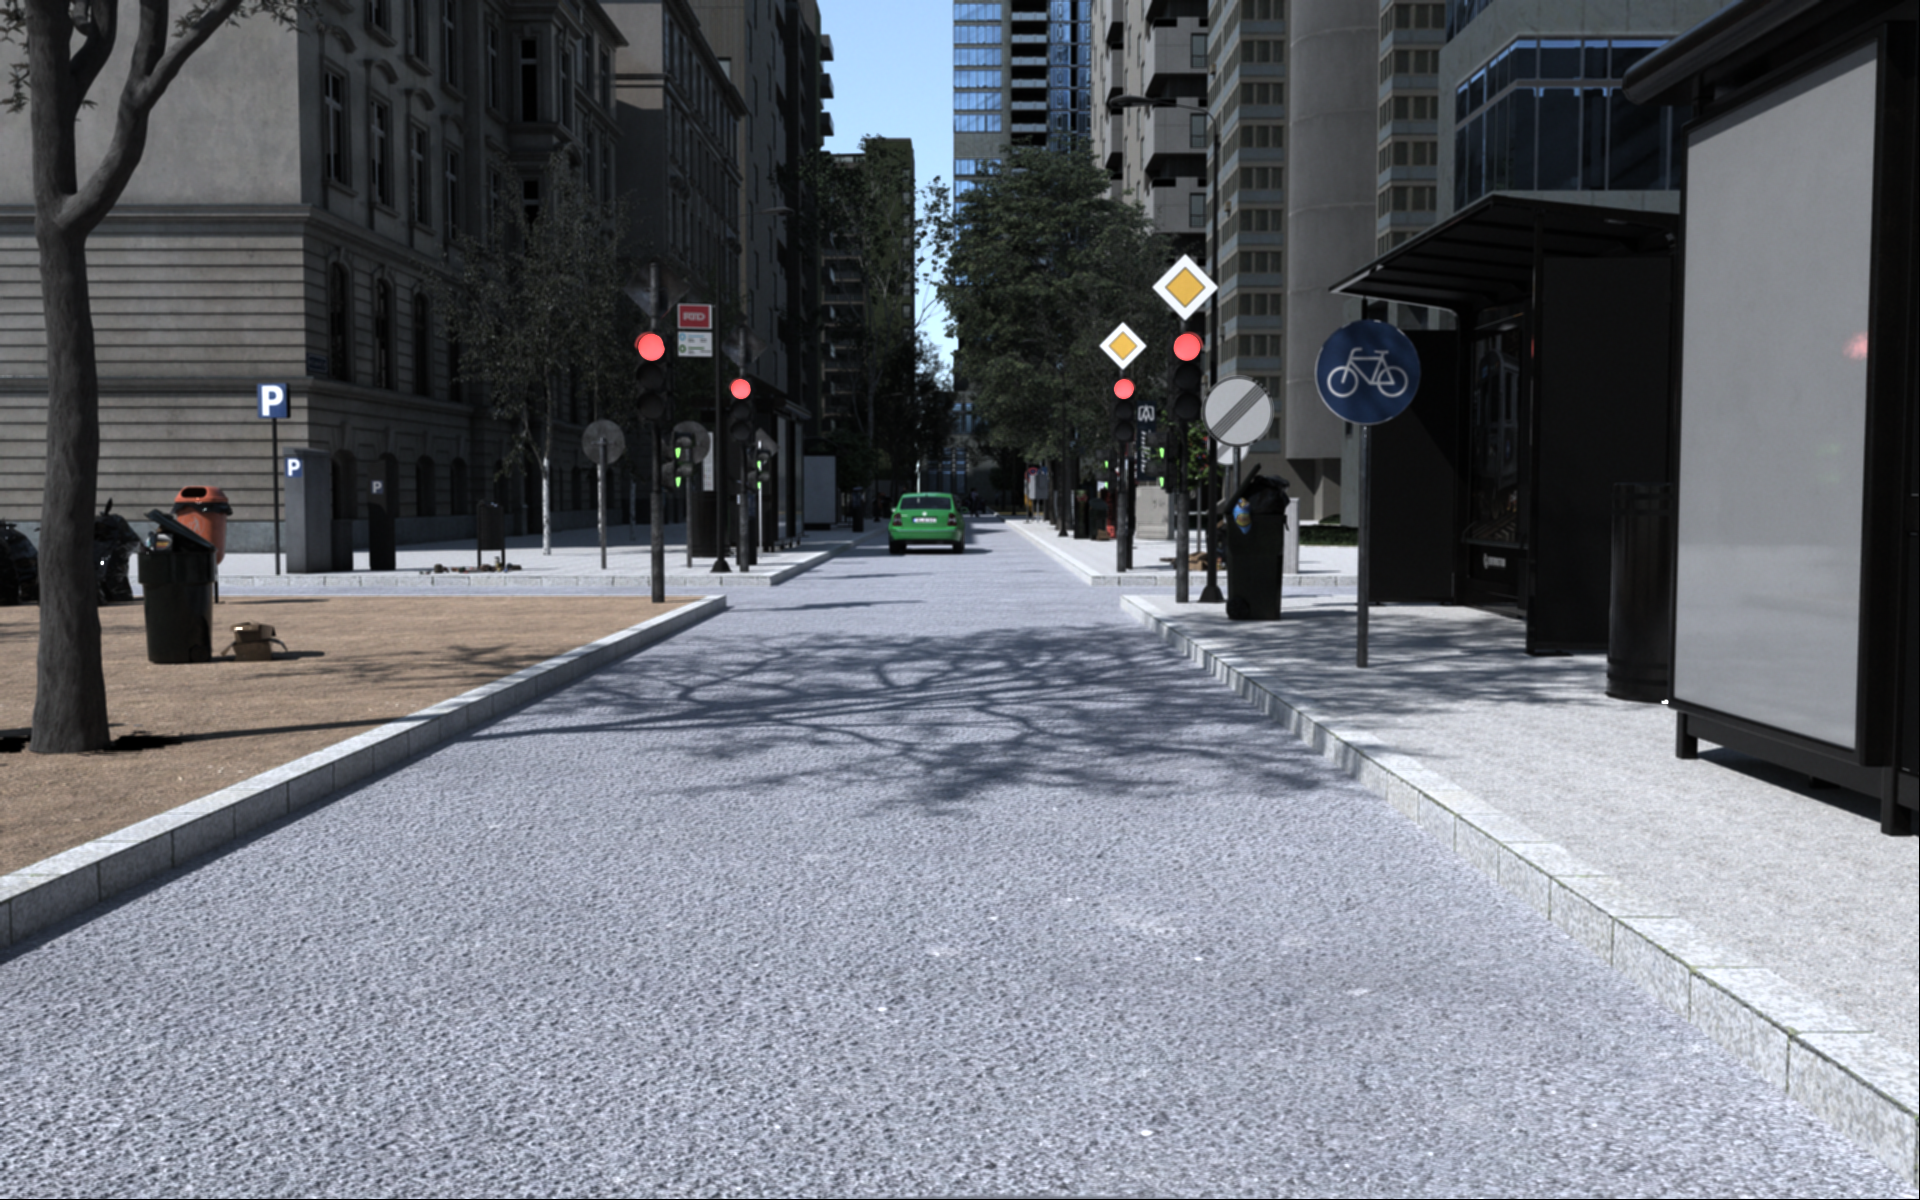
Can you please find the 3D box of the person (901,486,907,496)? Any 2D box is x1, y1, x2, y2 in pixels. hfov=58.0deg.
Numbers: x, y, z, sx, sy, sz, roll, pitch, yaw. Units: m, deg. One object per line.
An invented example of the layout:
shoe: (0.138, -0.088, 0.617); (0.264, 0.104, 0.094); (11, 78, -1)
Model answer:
person: (-3.545, -6.385, 110.889); (0.683, 1.767, 0.568); (3, 5, 42)

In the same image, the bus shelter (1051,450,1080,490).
bus shelter: (5.252, -6.035, 89.951); (1.731, 3.624, 6.357); (0, 4, 0)

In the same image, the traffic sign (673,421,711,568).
traffic sign: (-4.714, -1.834, 30.100); (0.768, 2.556, 0.104); (0, 4, 6)

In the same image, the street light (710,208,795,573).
street light: (-3.381, -3.407, 28.242); (1.470, 5.913, 1.316); (0, 4, 0)

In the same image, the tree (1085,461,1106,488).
tree: (7.503, -5.785, 89.181); (1.663, 3.219, 1.824); (0, 3, 0)

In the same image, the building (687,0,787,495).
building: (-26.218, -32.250, 116.522); (28.713, 52.752, 27.495); (0, 4, 0)

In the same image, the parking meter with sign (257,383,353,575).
parking meter with sign: (-10.577, -1.950, 28.139); (0.543, 3.016, 1.738); (1, 4, 16)

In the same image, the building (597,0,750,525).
building: (-17.892, -17.553, 84.258); (12.463, 27.353, 25.104); (0, 4, 0)

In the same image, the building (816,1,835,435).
building: (-27.090, -32.975, 158.743); (30.456, 49.044, 23.786); (0, 4, 0)

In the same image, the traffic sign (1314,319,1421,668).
traffic sign: (2.979, -0.773, 12.749); (0.768, 2.556, 0.104); (0, 4, 2)

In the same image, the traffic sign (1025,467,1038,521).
traffic sign: (3.465, -5.020, 82.191); (0.768, 2.556, 0.104); (0, 4, 5)

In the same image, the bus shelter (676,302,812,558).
bus shelter: (-4.834, -3.758, 39.073); (2.179, 5.291, 8.768); (0, 4, 0)

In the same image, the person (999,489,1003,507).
person: (4.095, -9.948, 168.772); (0.705, 1.814, 1.350); (-1, 4, -14)

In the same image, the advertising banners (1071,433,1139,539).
advertising banners: (4.201, -3.248, 49.292); (2.074, 3.025, 0.090); (0, 4, 2)

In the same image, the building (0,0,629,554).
building: (-19.080, -14.339, 53.529); (14.460, 24.649, 34.723); (0, 4, 0)

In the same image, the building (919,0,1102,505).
building: (10.916, -54.592, 205.245); (31.000, 86.520, 22.319); (0, 4, 0)

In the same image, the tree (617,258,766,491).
tree: (-8.203, -6.305, 53.448); (4.737, 8.622, 4.395); (0, 3, 0)

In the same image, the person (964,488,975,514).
person: (0.876, -7.139, 124.846); (1.348, 1.869, 0.705); (-3, 4, -36)

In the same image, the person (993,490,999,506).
person: (3.862, -10.698, 183.392); (0.705, 1.826, 1.348); (-1, 4, -21)

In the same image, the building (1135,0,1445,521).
building: (25.737, -24.263, 88.589); (32.217, 40.220, 23.993); (0, 4, 0)

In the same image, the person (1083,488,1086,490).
person: (11.043, -9.063, 154.232); (1.348, 1.823, 0.705); (2, 4, 34)

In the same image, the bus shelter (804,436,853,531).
bus shelter: (-5.090, -4.246, 63.342); (2.014, 3.302, 5.546); (0, 3, 0)

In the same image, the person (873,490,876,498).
person: (-8.953, -10.589, 179.964); (0.721, 1.735, 1.217); (-2, 4, -26)

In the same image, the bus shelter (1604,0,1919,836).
bus shelter: (4.280, -1.786, 6.826); (2.179, 5.291, 8.768); (0, 3, 0)

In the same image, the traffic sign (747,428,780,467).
traffic sign: (-3.985, -2.124, 34.464); (0.795, 2.593, 0.064); (0, 4, 4)

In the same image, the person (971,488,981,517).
person: (1.016, -6.196, 109.678); (0.709, 1.838, 0.599); (-3, 5, -42)

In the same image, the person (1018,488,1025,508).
person: (5.657, -9.346, 158.860); (0.705, 1.822, 1.348); (3, 4, 37)

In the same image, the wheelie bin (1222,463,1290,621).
wheelie bin: (3.046, -0.606, 17.812); (0.693, 1.594, 0.980); (1, 4, 9)

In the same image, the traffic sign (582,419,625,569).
traffic sign: (-6.093, -1.801, 29.558); (0.768, 2.556, 0.104); (1, 4, 8)

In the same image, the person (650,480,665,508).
person: (-10.135, -3.167, 58.167); (0.601, 1.785, 0.444); (-2, 4, -35)

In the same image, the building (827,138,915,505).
building: (-12.301, -31.711, 202.071); (14.086, 41.232, 14.154); (0, 4, 0)

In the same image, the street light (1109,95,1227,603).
street light: (2.442, -2.924, 20.351); (1.470, 5.913, 1.316); (0, 4, 0)

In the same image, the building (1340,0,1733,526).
building: (26.817, -44.828, 45.608); (31.000, 86.520, 22.319); (0, 4, 0)

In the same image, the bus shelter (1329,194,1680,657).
bus shelter: (5.043, -1.556, 16.731); (1.731, 3.624, 6.357); (0, 4, 0)

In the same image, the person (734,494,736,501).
person: (-6.284, -2.665, 49.585); (0.580, 1.828, 0.573); (2, 4, 28)

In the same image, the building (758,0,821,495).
building: (-18.641, -27.838, 138.749); (14.154, 41.232, 14.086); (0, 4, 0)

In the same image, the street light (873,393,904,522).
street light: (-3.293, -6.562, 79.825); (1.470, 5.913, 1.316); (0, 4, 0)

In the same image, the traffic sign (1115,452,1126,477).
traffic sign: (4.806, -3.137, 51.390); (0.768, 2.556, 0.104); (1, 4, 9)

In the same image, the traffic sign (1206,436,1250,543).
traffic sign: (4.813, -1.899, 31.162); (0.768, 2.556, 0.104); (1, 4, 9)

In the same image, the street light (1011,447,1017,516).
street light: (2.686, -7.990, 103.172); (1.470, 5.913, 1.316); (0, 4, 0)

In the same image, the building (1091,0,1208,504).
building: (26.183, -34.724, 156.984); (28.713, 52.752, 27.495); (0, 4, 0)

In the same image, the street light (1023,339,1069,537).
street light: (2.576, -4.864, 52.074); (1.470, 5.913, 1.316); (0, 4, 0)

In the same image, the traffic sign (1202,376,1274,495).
traffic sign: (2.994, -1.140, 18.752); (0.768, 2.556, 0.104); (0, 4, 2)

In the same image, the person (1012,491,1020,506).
person: (6.051, -10.743, 184.662); (1.217, 1.766, 0.721); (0, 4, 5)

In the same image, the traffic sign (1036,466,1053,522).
traffic sign: (3.885, -4.879, 79.880); (0.768, 2.556, 0.104); (0, 4, 1)

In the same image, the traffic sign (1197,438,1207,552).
traffic sign: (5.134, -2.266, 37.150); (0.768, 2.556, 0.104); (1, 4, 9)
